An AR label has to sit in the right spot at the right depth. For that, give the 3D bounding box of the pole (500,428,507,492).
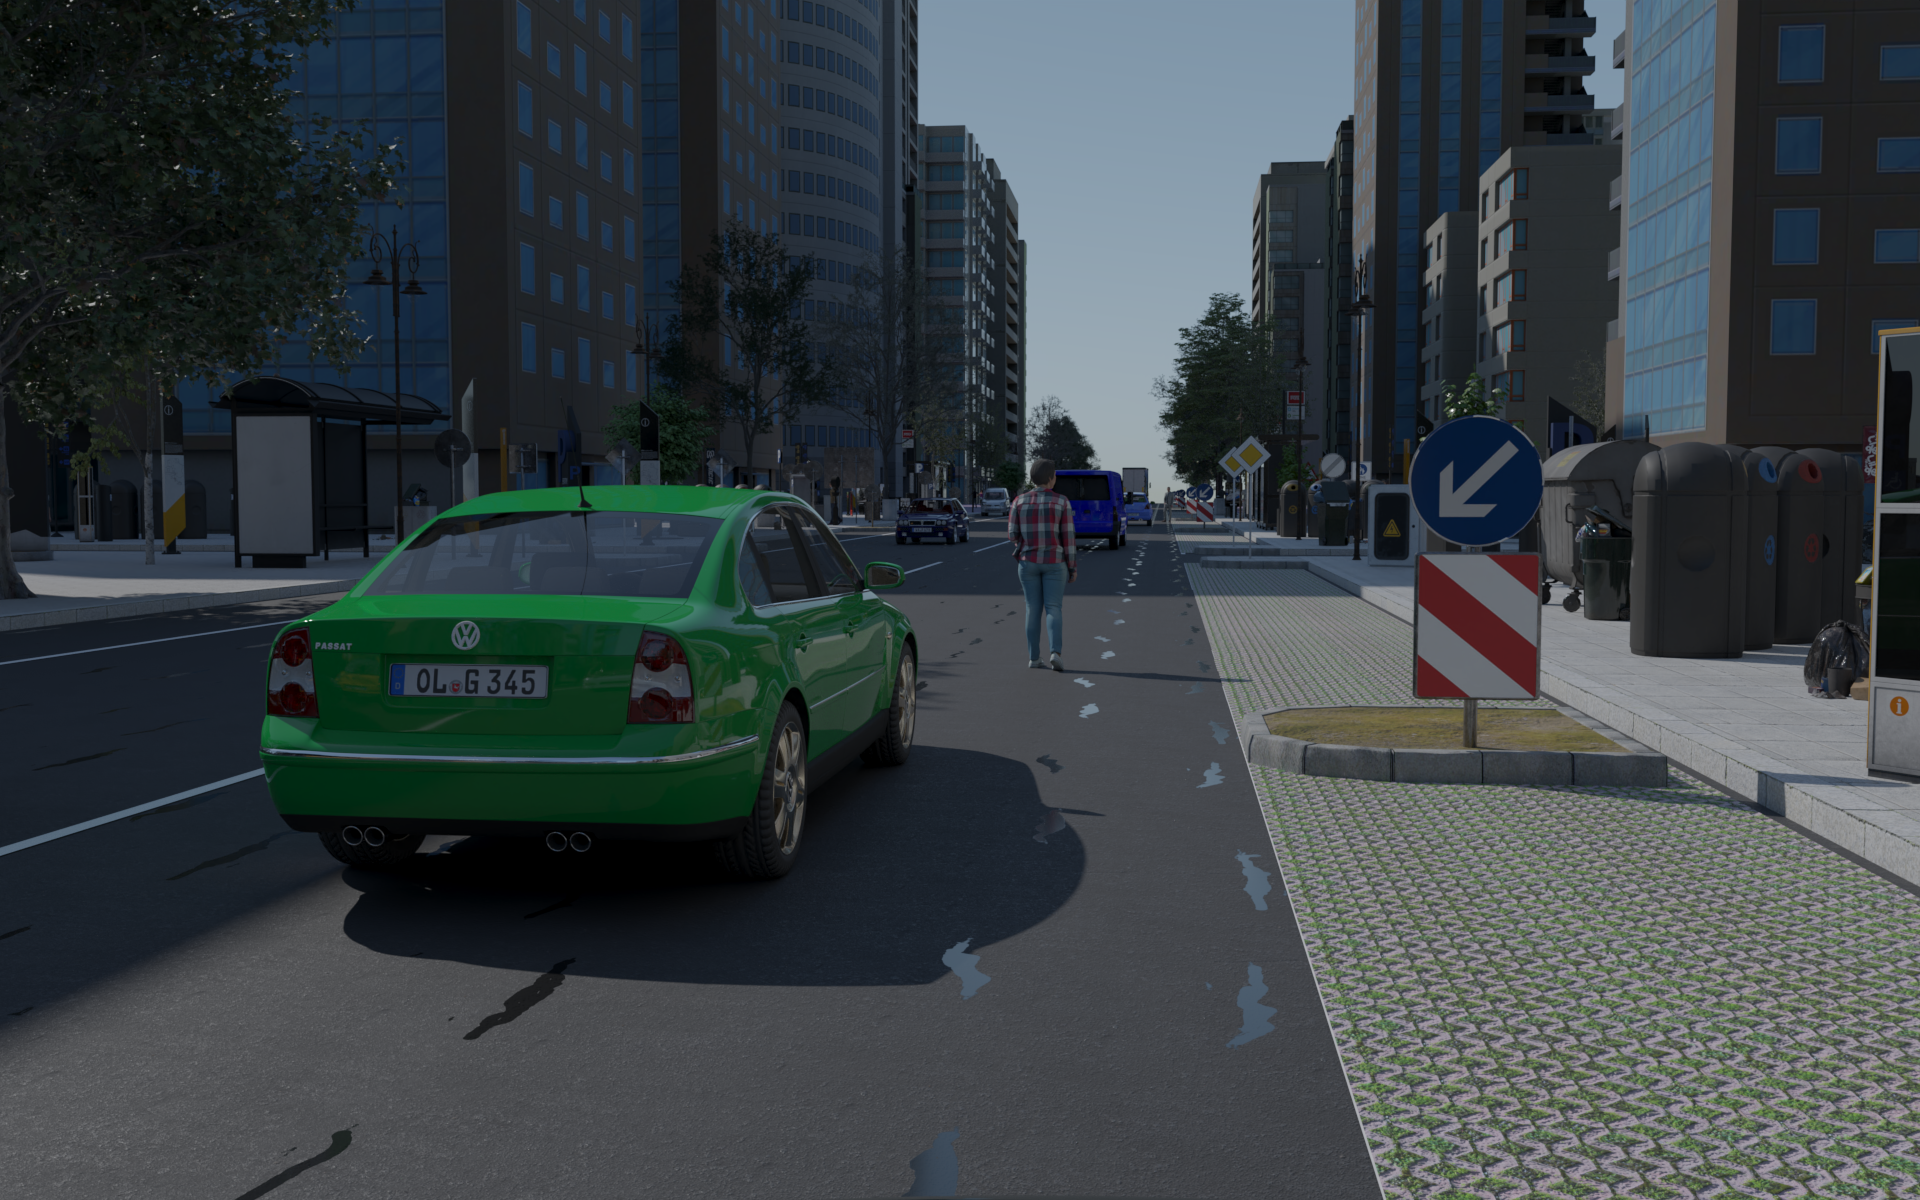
[{"bbox_3d":[-14.048,-3.641,53.368,0.158,3.312,0.155,0,3,0],"label":"pole"}]

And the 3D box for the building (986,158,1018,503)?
[{"bbox_3d":[-2.973,-38.531,253.677,21.300,48.544,21.600,0,4,7],"label":"building"}]

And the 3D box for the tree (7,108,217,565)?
[{"bbox_3d":[-14.995,-4.951,31.318,4.737,8.622,4.395,0,3,0],"label":"tree"}]

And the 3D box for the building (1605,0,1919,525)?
[{"bbox_3d":[29.459,-24.682,53.668,14.200,45.320,14.600,0,4,7],"label":"building"}]

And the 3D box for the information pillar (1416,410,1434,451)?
[{"bbox_3d":[12.904,-3.474,48.147,0.504,3.616,0.183,2,4,30],"label":"information pillar"}]

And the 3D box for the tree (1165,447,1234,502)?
[{"bbox_3d":[35.471,-20.068,262.531,8.767,10.594,7.601,-2,4,-26],"label":"tree"}]

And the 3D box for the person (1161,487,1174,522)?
[{"bbox_3d":[10.682,-4.904,88.782,0.635,1.810,0.391,2,4,29],"label":"person"}]

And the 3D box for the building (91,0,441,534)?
[{"bbox_3d":[-20.032,-25.103,60.553,14.600,45.320,14.200,0,4,7],"label":"building"}]

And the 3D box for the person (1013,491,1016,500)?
[{"bbox_3d":[6.944,-13.217,222.829,0.721,1.739,1.217,0,4,1],"label":"person"}]

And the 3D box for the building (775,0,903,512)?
[{"bbox_3d":[-16.945,-36.222,134.223,21.231,58.520,28.212,0,4,7],"label":"building"}]

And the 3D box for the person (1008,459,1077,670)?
[{"bbox_3d":[0.671,-0.297,14.202,0.563,1.720,0.643,1,4,14],"label":"person"}]

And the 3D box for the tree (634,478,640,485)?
[{"bbox_3d":[-15.532,-5.463,83.916,1.663,3.219,1.824,0,3,0],"label":"tree"}]

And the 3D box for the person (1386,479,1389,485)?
[{"bbox_3d":[14.950,-3.323,60.475,0.616,1.811,0.778,3,5,43],"label":"person"}]

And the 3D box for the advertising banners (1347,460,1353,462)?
[{"bbox_3d":[20.830,-5.783,90.747,0.090,3.025,2.074,3,5,44],"label":"advertising banners"}]

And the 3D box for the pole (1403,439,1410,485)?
[{"bbox_3d":[16.525,-4.299,64.135,0.158,3.312,0.155,0,3,0],"label":"pole"}]

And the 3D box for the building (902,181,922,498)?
[{"bbox_3d":[-11.282,-23.485,155.684,14.160,30.474,14.107,0,4,7],"label":"building"}]

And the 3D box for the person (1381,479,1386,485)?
[{"bbox_3d":[15.900,-3.597,64.947,0.850,1.850,0.679,-1,4,-12],"label":"person"}]

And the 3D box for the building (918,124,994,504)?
[{"bbox_3d":[-7.351,-37.163,227.215,23.786,49.044,30.456,0,4,7],"label":"building"}]

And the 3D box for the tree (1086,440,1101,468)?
[{"bbox_3d":[18.748,-20.874,275.699,8.767,10.594,7.601,1,4,19],"label":"tree"}]

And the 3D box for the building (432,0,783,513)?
[{"bbox_3d":[-17.812,-27.008,91.694,14.600,45.320,14.200,0,4,7],"label":"building"}]

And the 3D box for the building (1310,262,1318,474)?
[{"bbox_3d":[38.528,-23.163,150.414,14.160,30.474,14.107,0,4,7],"label":"building"}]

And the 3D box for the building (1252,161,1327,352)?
[{"bbox_3d":[52.965,-38.149,247.444,21.300,48.544,21.600,0,4,7],"label":"building"}]

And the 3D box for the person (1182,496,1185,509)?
[{"bbox_3d":[20.953,-9.419,163.184,0.721,1.739,1.217,1,4,18],"label":"person"}]

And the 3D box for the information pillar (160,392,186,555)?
[{"bbox_3d":[-16.759,-2.783,36.857,0.183,3.616,0.504,2,4,29],"label":"information pillar"}]

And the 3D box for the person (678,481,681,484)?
[{"bbox_3d":[-9.953,-3.393,61.703,0.526,1.800,0.537,-2,4,-29],"label":"person"}]

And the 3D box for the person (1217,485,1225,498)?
[{"bbox_3d":[17.266,-6.633,114.272,0.659,1.850,0.755,1,4,20],"label":"person"}]

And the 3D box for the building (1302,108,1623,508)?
[{"bbox_3d":[48.839,-29.124,168.059,32.217,40.220,23.993,0,4,7],"label":"building"}]

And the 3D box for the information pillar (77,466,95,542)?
[{"bbox_3d":[-23.202,-2.537,45.974,0.304,2.012,0.304,-1,4,-10],"label":"information pillar"}]

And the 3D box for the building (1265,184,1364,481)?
[{"bbox_3d":[47.582,-33.436,230.269,14.154,41.232,14.086,0,4,7],"label":"building"}]

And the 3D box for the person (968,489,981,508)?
[{"bbox_3d":[1.357,-9.349,158.904,1.348,1.822,0.705,0,4,-2],"label":"person"}]

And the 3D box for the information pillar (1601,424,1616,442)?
[{"bbox_3d":[21.782,-4.091,58.235,0.504,3.616,0.183,3,4,38],"label":"information pillar"}]

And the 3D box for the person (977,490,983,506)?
[{"bbox_3d":[2.318,-11.127,188.655,1.217,1.739,0.721,2,4,28],"label":"person"}]

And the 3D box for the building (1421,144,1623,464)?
[{"bbox_3d":[42.772,-15.548,99.241,27.650,21.520,28.899,0,4,7],"label":"building"}]

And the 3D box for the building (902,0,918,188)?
[{"bbox_3d":[-12.721,-44.947,173.132,20.563,71.187,20.611,0,4,7],"label":"building"}]

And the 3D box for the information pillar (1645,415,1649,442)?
[{"bbox_3d":[20.162,-3.642,50.903,0.183,3.616,0.504,1,4,16],"label":"information pillar"}]

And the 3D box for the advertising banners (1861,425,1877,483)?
[{"bbox_3d":[22.520,-2.949,44.396,2.074,3.025,0.090,2,4,24],"label":"advertising banners"}]

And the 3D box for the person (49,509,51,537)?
[{"bbox_3d":[-22.255,-2.013,41.978,0.524,1.755,0.480,2,4,34],"label":"person"}]

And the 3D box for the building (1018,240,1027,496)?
[{"bbox_3d":[2.890,-35.949,271.363,14.154,41.232,14.086,0,4,7],"label":"building"}]

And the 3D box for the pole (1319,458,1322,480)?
[{"bbox_3d":[20.425,-6.379,98.139,0.158,3.312,0.155,0,3,0],"label":"pole"}]

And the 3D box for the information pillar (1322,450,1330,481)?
[{"bbox_3d":[19.596,-6.204,92.782,0.183,3.616,0.504,-3,4,-36],"label":"information pillar"}]

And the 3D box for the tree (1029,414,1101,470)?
[{"bbox_3d":[16.129,-20.968,259.826,9.611,12.733,9.660,0,3,0],"label":"tree"}]

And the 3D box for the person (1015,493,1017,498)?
[{"bbox_3d":[7.309,-13.508,228.367,0.415,1.643,0.593,-1,4,-12],"label":"person"}]

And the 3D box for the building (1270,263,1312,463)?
[{"bbox_3d":[45.751,-27.214,216.645,14.160,30.474,14.107,0,4,7],"label":"building"}]

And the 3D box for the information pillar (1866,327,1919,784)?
[{"bbox_3d":[4.316,-0.199,7.753,0.304,2.012,0.304,-2,4,-29],"label":"information pillar"}]

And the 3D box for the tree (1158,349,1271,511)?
[{"bbox_3d":[19.846,-13.167,132.292,9.611,12.733,9.660,0,3,0],"label":"tree"}]

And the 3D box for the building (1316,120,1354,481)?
[{"bbox_3d":[36.213,-22.296,136.241,14.160,30.474,14.107,0,4,7],"label":"building"}]

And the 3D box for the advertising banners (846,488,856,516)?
[{"bbox_3d":[-6.220,-6.303,99.246,0.090,3.025,2.074,-1,4,-19],"label":"advertising banners"}]

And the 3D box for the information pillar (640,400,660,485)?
[{"bbox_3d":[-7.715,-3.161,43.044,0.504,3.616,0.183,1,4,8],"label":"information pillar"}]

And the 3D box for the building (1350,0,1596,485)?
[{"bbox_3d":[35.391,-28.841,121.660,14.600,45.320,14.200,0,4,7],"label":"building"}]

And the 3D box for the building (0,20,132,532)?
[{"bbox_3d":[-40.449,-27.018,65.453,21.600,48.544,21.300,0,4,7],"label":"building"}]

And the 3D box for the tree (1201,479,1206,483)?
[{"bbox_3d":[22.887,-12.994,162.814,4.360,8.622,3.978,0,3,0],"label":"tree"}]

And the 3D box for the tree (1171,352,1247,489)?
[{"bbox_3d":[22.455,-14.878,149.915,9.857,13.997,8.962,0,3,0],"label":"tree"}]

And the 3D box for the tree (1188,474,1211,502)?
[{"bbox_3d":[29.425,-13.996,212.544,4.285,4.588,4.351,0,3,0],"label":"tree"}]

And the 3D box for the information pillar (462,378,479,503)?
[{"bbox_3d":[-9.943,-2.682,35.202,0.183,3.616,0.504,-3,5,-45],"label":"information pillar"}]

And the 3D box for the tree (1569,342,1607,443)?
[{"bbox_3d":[30.840,-8.080,82.468,4.360,8.622,3.978,0,3,0],"label":"tree"}]

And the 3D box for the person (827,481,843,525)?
[{"bbox_3d":[-5.280,-4.074,72.565,0.836,1.842,0.656,-3,4,-38],"label":"person"}]

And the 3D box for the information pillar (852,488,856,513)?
[{"bbox_3d":[-7.301,-7.839,119.523,0.183,3.616,0.504,2,4,29],"label":"information pillar"}]

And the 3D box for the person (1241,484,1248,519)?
[{"bbox_3d":[14.849,-5.110,89.691,0.635,1.810,0.391,0,4,-3],"label":"person"}]
